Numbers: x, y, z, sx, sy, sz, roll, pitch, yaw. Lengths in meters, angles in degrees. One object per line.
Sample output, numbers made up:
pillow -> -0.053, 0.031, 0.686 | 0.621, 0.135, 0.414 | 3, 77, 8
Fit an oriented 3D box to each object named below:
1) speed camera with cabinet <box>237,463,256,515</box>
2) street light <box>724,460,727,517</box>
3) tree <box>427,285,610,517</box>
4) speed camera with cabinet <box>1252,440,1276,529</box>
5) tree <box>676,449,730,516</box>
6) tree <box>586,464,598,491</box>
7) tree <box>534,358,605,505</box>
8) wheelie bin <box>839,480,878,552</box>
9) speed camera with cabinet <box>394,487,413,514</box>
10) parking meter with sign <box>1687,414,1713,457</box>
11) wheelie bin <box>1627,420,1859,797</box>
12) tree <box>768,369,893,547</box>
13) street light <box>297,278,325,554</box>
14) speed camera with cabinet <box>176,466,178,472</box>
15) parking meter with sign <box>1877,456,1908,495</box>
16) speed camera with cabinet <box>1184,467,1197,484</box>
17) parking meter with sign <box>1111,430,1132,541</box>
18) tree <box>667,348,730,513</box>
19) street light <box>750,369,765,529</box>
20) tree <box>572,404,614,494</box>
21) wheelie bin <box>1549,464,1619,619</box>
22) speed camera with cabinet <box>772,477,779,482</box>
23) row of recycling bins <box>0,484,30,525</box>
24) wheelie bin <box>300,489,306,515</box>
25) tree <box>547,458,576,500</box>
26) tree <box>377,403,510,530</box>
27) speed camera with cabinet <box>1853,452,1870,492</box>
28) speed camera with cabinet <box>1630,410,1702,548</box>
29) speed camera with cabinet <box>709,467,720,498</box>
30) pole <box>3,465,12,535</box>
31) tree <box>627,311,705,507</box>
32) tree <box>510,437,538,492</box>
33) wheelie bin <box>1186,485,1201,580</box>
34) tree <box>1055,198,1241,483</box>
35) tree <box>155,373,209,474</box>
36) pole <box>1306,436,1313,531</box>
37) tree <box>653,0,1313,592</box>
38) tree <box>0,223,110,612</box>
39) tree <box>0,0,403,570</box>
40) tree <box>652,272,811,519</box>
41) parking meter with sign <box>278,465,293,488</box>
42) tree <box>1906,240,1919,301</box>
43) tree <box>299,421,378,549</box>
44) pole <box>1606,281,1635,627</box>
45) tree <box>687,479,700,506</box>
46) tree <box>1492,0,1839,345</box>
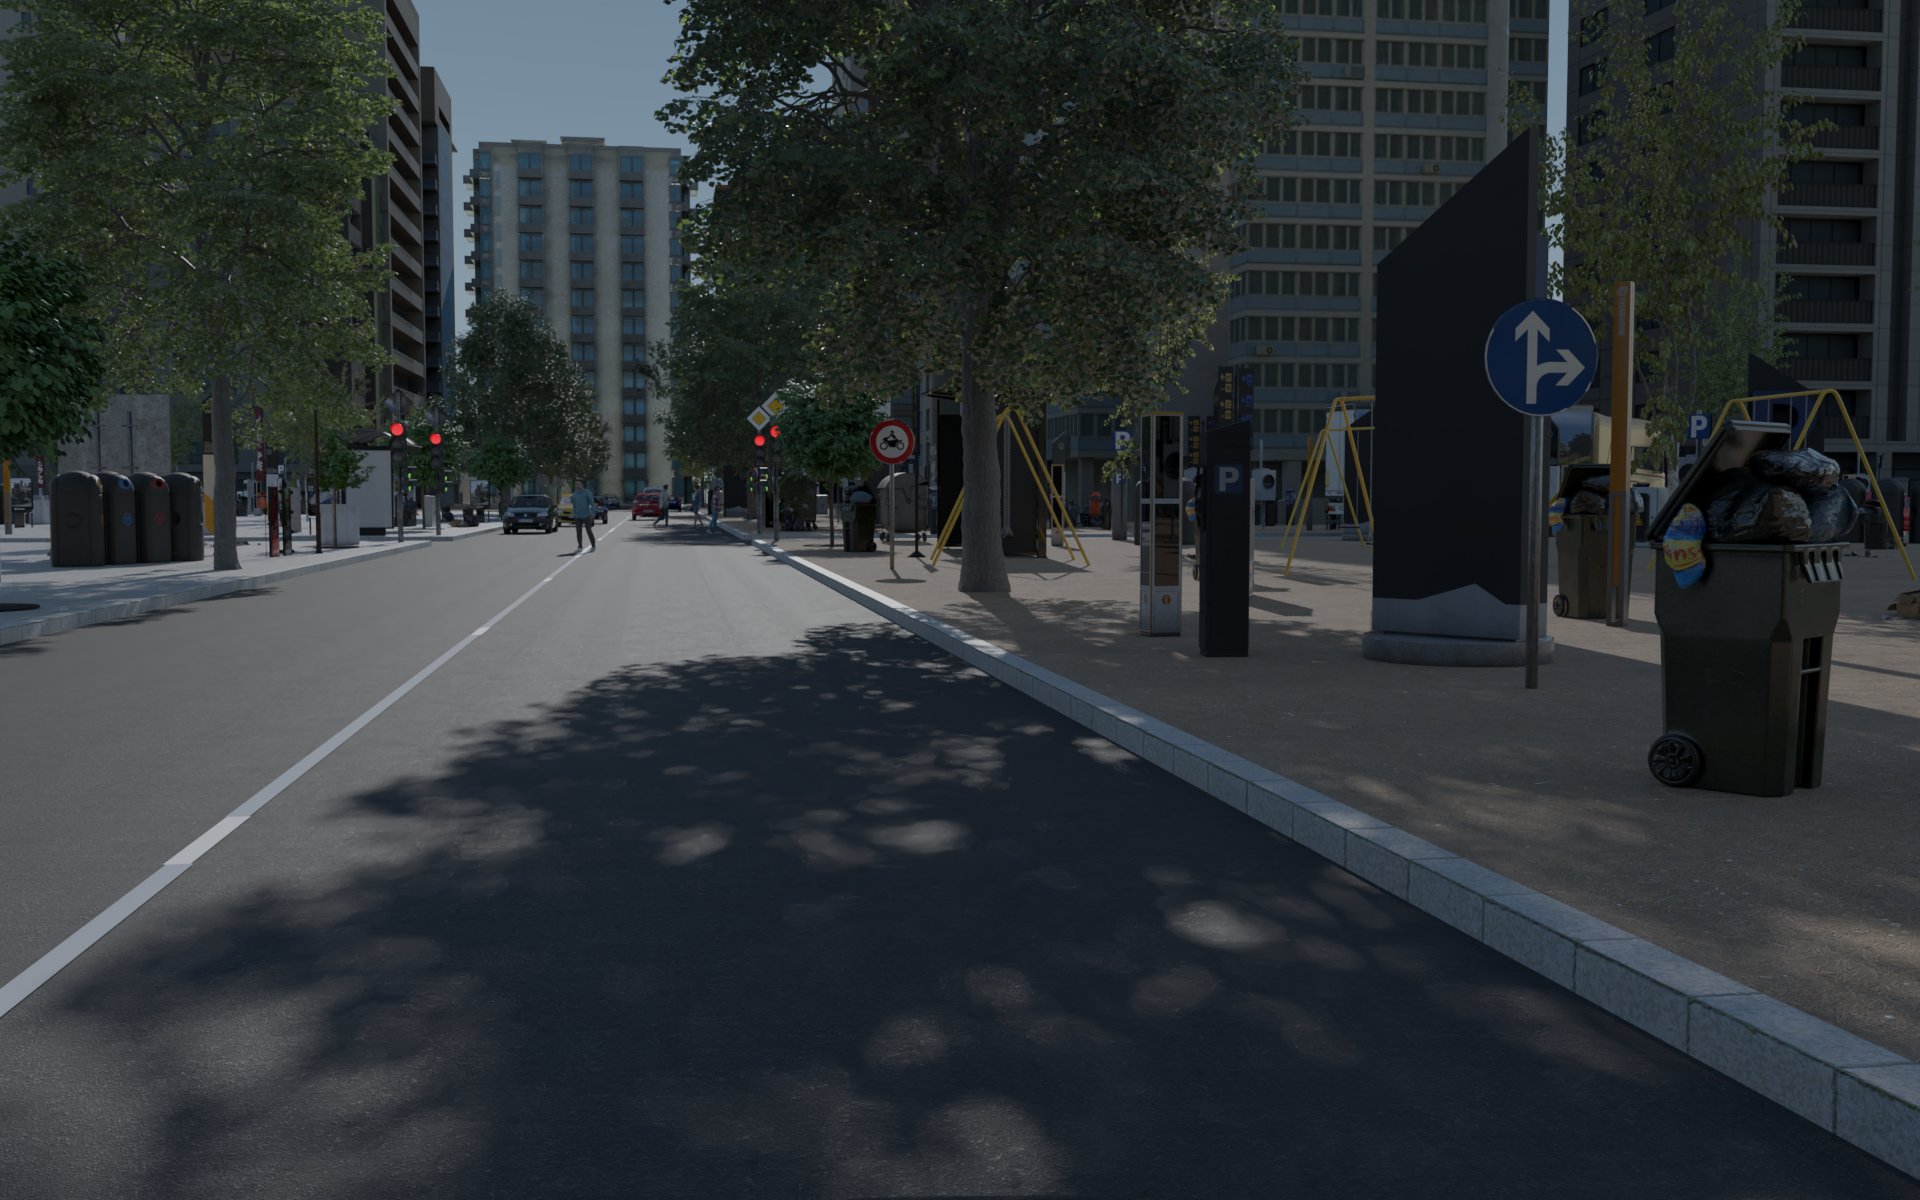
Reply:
speed camera with cabinet -> -44.895, -7.011, 108.969 | 0.660, 3.252, 2.038 | -3, 5, -40
street light -> -13.152, -7.587, 96.843 | 0.468, 5.910, 1.993 | -1, 4, -10
tree -> -24.949, -10.905, 95.305 | 9.611, 12.733, 9.660 | 0, 3, 0
speed camera with cabinet -> 10.402, -4.162, 62.388 | 2.038, 3.252, 0.660 | -2, 4, -28
tree -> -14.104, -9.335, 102.995 | 4.737, 8.622, 4.395 | 0, 3, 0
tree -> -41.814, -14.902, 194.005 | 4.360, 8.622, 3.978 | 0, 3, 0
tree -> -33.291, -13.786, 143.527 | 7.486, 12.596, 7.792 | 0, 3, 0
wheelie bin -> -2.243, -1.860, 38.320 | 0.693, 1.594, 0.980 | -3, 4, -38
speed camera with cabinet -> -35.606, -7.081, 110.109 | 0.660, 3.252, 2.038 | 1, 4, 15
parking meter with sign -> 16.803, -2.565, 38.196 | 1.738, 3.016, 0.543 | -2, 4, -32
wheelie bin -> 3.485, 0.018, 7.610 | 0.980, 1.594, 0.693 | -3, 5, -42
tree -> -3.116, -3.609, 42.726 | 4.285, 4.588, 4.351 | 0, 3, 0
street light -> -13.824, -3.938, 37.167 | 0.468, 5.910, 1.993 | -1, 4, -10
speed camera with cabinet -> -54.045, -7.741, 120.893 | 0.660, 3.252, 2.038 | 3, 4, 38
parking meter with sign -> 42.663, -5.042, 78.697 | 1.738, 3.016, 0.543 | 1, 4, 17
speed camera with cabinet -> 7.878, -4.151, 62.206 | 2.038, 3.252, 0.660 | -2, 4, -24
parking meter with sign -> 4.466, -3.184, 48.321 | 0.543, 3.016, 1.738 | 0, 4, 2
tree -> -16.427, -12.333, 119.767 | 7.486, 12.596, 7.792 | 0, 3, 0
street light -> -7.471, -5.585, 64.095 | 0.468, 5.910, 1.993 | -1, 4, -10
tree -> -34.365, -13.469, 154.634 | 7.601, 10.594, 8.767 | 0, 4, -1
wheelie bin -> 6.619, -0.614, 17.952 | 0.980, 1.594, 0.693 | 0, 4, -8
speed camera with cabinet -> -9.935, -6.434, 99.533 | 2.038, 3.252, 0.660 | 1, 4, 10
row of recycling bins -> -40.588, -4.021, 72.854 | 1.069, 1.692, 3.534 | 1, 4, 12
wheelie bin -> -41.222, -6.164, 108.693 | 0.693, 1.594, 0.980 | -1, 4, -19
tree -> -31.306, -11.295, 135.030 | 4.737, 8.622, 4.395 | 0, 3, 0
tree -> -19.384, -4.834, 62.748 | 4.285, 4.588, 4.351 | 0, 3, 0
speed camera with cabinet -> 40.247, -5.165, 78.791 | 2.038, 3.252, 0.660 | 0, 4, 1
speed camera with cabinet -> 16.788, -2.868, 41.221 | 0.660, 3.252, 2.038 | -3, 5, -44
speed camera with cabinet -> -14.908, -7.071, 109.946 | 2.038, 3.252, 0.660 | -1, 4, -9
pole -> -30.180, -3.731, 54.845 | 0.158, 3.312, 0.155 | 0, 3, 0
tree -> -25.932, -19.095, 168.100 | 12.611, 20.169, 13.585 | 0, 3, 0
tree -> -22.420, -6.186, 84.853 | 4.285, 4.588, 4.351 | 0, 3, 0
wheelie bin -> 3.855, -1.084, 25.638 | 0.980, 1.594, 0.693 | 0, 4, -6
tree -> 4.278, -5.437, 39.262 | 4.360, 8.622, 3.978 | 0, 3, 0
tree -> -46.429, -9.326, 102.850 | 4.737, 8.622, 4.395 | 0, 3, 0
pole -> 12.304, -4.101, 60.889 | 0.158, 3.312, 0.155 | 0, 3, 0
tree -> 0.328, -7.081, 22.435 | 9.857, 13.997, 8.962 | 0, 3, 0
tree -> -11.017, -2.167, 19.137 | 4.285, 4.588, 4.351 | 0, 3, 0
tree -> -12.705, -6.764, 28.713 | 7.486, 12.596, 7.792 | 0, 3, 0
tree -> -10.669, -10.431, 87.551 | 9.611, 12.733, 9.660 | 0, 3, 0
parking meter with sign -> -40.375, -6.594, 104.070 | 0.543, 3.016, 1.738 | 0, 4, 3
tree -> 24.274, -5.513, 40.494 | 4.737, 8.622, 4.395 | 0, 3, 0
tree -> -14.756, -2.831, 40.882 | 1.663, 3.219, 1.824 | 0, 3, 0
pole -> 6.386, -1.400, 16.740 | 0.158, 3.312, 0.155 | 0, 3, 0
tree -> -29.601, -12.200, 194.069 | 1.663, 3.219, 1.824 | 0, 3, 0
tree -> 9.110, -4.415, 22.546 | 4.737, 8.622, 4.395 | 0, 3, 0
